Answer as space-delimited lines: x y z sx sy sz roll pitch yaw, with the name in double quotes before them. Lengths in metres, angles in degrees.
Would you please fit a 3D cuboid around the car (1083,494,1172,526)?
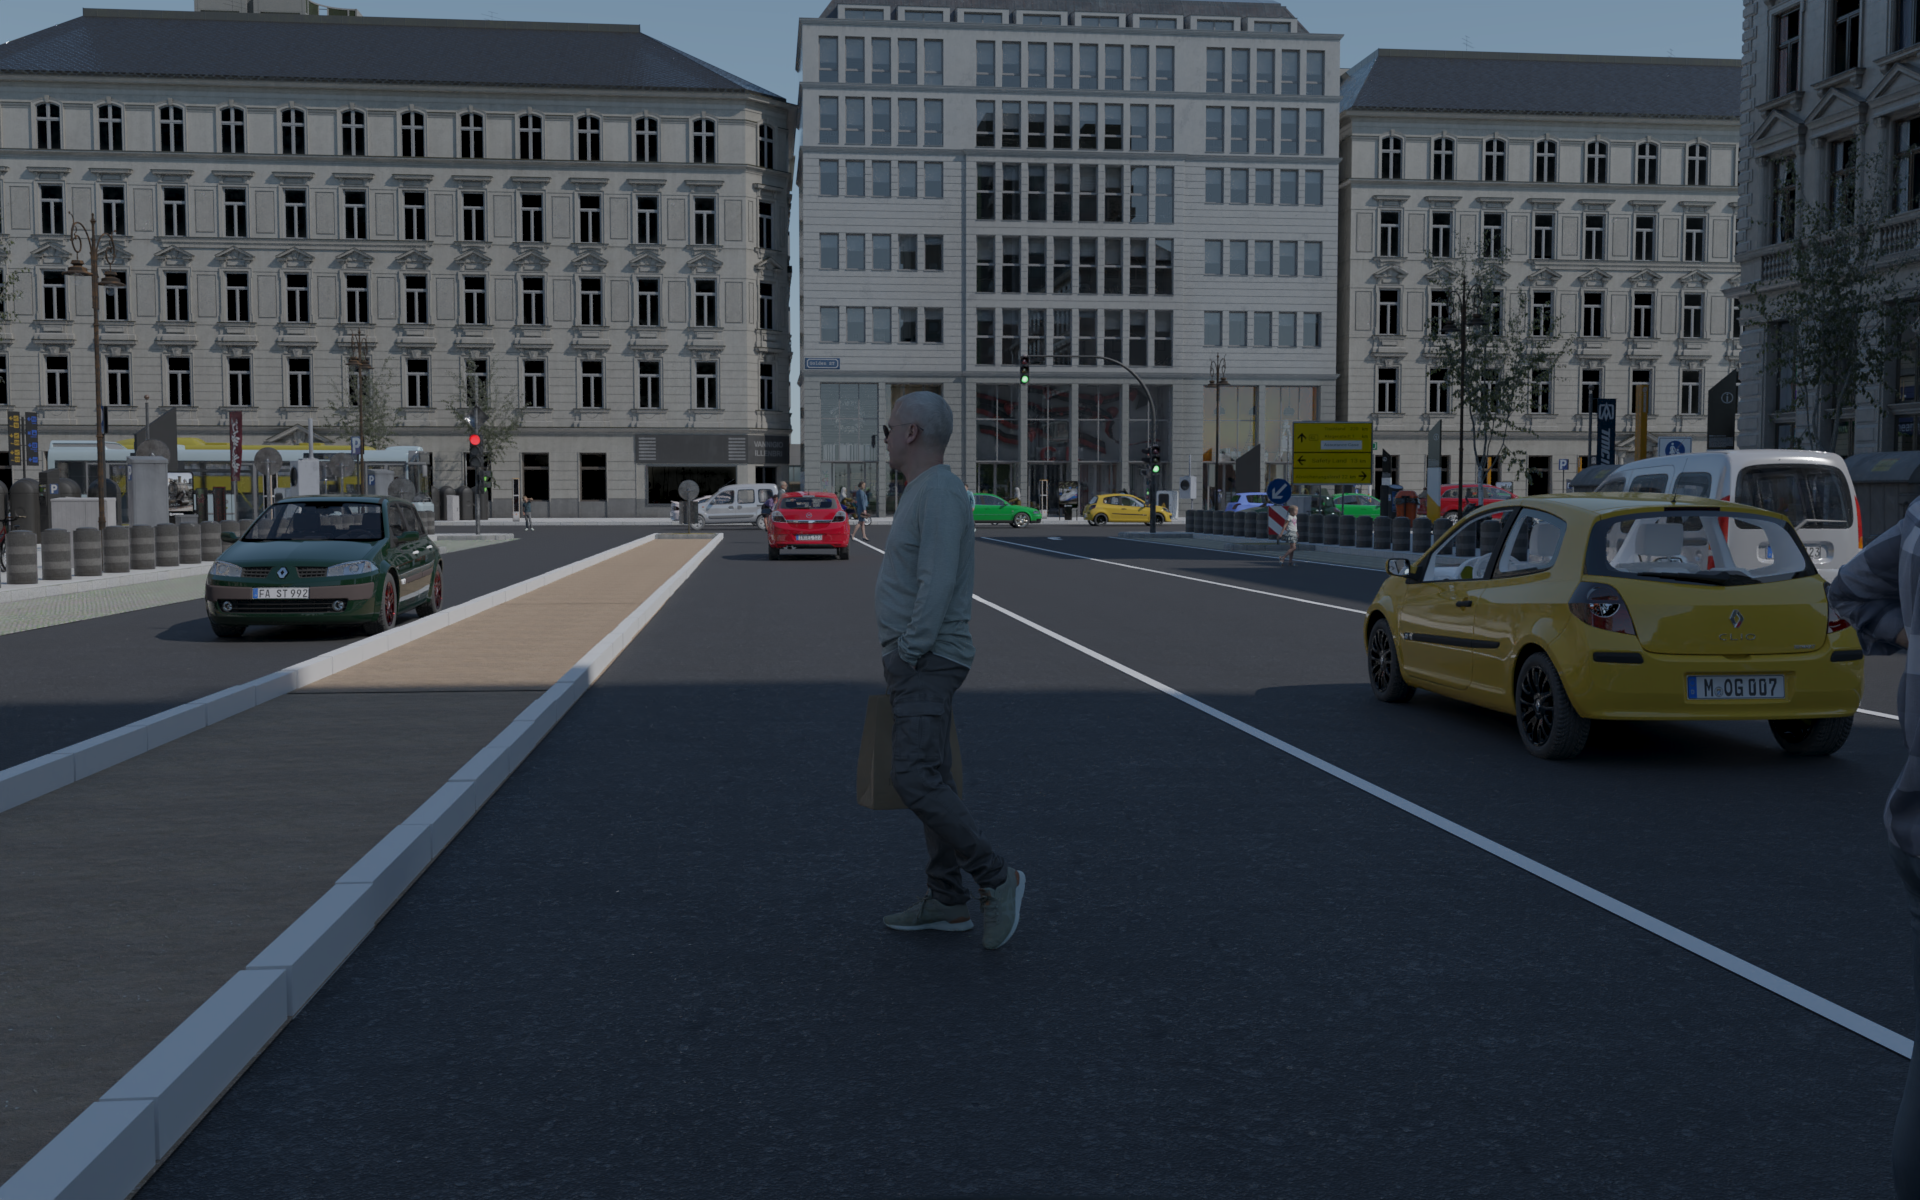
"car" 7.540 -4.139 77.889 3.980 1.641 2.015 0 4 -7

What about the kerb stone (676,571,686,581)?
"kerb stone" -4.508 -0.332 27.707 0.120 0.150 1.000 0 4 -6

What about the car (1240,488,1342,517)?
"car" 12.053 -3.310 63.898 4.222 1.686 2.009 -1 4 -8

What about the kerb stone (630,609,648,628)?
"kerb stone" -3.461 0.227 18.516 0.120 0.150 1.000 0 4 -6

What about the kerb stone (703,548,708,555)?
"kerb stone" -5.794 -1.025 38.956 0.120 0.150 1.000 0 4 -6

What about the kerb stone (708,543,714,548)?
"kerb stone" -6.254 -1.270 43.044 0.120 0.150 1.000 0 4 -6

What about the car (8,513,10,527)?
"car" -35.233 -3.450 68.767 4.827 1.381 2.083 0 4 -7

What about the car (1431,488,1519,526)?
"car" 20.397 -3.580 67.335 4.718 1.807 1.959 0 4 -7

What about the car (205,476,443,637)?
"car" -6.746 -0.542 18.650 2.009 1.686 4.222 0 4 -6

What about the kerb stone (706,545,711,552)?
"kerb stone" -6.022 -1.149 41.006 0.120 0.150 1.000 0 4 -6

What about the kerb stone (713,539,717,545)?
"kerb stone" -6.607 -1.463 46.113 0.120 0.150 1.000 0 4 -6

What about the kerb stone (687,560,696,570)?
"kerb stone" -4.973 -0.588 31.802 0.120 0.150 1.000 0 4 -6

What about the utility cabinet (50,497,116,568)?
"utility cabinet" -15.176 -1.152 30.004 1.020 1.237 0.306 0 4 5

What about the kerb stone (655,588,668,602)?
"kerb stone" -3.927 -0.025 22.599 0.120 0.150 1.000 0 4 -6

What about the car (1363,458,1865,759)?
"car" 3.835 -0.038 10.846 2.015 1.641 3.980 0 4 -5

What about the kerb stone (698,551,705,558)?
"kerb stone" -5.561 -0.895 36.919 0.120 0.150 1.000 0 4 -6

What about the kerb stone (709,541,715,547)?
"kerb stone" -6.371 -1.338 44.071 0.120 0.150 1.000 0 4 -6

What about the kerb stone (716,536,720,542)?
"kerb stone" -6.955 -1.650 49.170 0.120 0.150 1.000 0 4 -6

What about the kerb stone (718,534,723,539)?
"kerb stone" -7.304 -1.838 52.250 0.120 0.150 1.000 0 4 -6

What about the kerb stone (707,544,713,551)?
"kerb stone" -6.138 -1.211 42.025 0.120 0.150 1.000 0 4 -6

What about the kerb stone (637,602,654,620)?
"kerb stone" -3.574 0.163 19.535 0.120 0.150 1.000 0 4 -6

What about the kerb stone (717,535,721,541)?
"kerb stone" -7.069 -1.713 50.200 0.120 0.150 1.000 0 4 -6

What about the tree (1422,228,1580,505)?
"tree" 14.585 -5.967 47.928 4.360 8.622 3.978 0 3 0

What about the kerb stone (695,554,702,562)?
"kerb stone" -5.327 -0.773 34.878 0.120 0.150 1.000 0 4 -6

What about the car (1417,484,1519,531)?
"car" 19.586 -3.438 64.888 5.304 1.827 2.281 0 4 -5

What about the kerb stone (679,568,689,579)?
"kerb stone" -4.626 -0.398 28.729 0.120 0.150 1.000 0 4 -6

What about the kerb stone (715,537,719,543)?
"kerb stone" -6.845 -1.587 48.150 0.120 0.150 1.000 0 4 -6

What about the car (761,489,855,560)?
"car" -3.427 -1.842 39.149 2.155 1.783 4.494 0 4 -5

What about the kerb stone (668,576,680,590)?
"kerb stone" -4.278 -0.212 25.664 0.120 0.150 1.000 0 4 -6

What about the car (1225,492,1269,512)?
"car" 13.867 -4.202 78.291 3.694 1.707 1.945 0 4 -7

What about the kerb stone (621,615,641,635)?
"kerb stone" -3.348 0.291 17.486 0.120 0.150 1.000 0 4 -6

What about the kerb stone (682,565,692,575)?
"kerb stone" -4.732 -0.462 29.755 0.120 0.150 1.000 0 4 -6

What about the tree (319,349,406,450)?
"tree" -29.721 -8.352 86.921 4.360 8.622 3.978 0 3 0

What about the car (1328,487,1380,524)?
"car" 16.597 -3.881 72.253 4.718 1.807 1.959 0 4 -8

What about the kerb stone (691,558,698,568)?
"kerb stone" -5.091 -0.649 32.832 0.120 0.150 1.000 0 4 -6

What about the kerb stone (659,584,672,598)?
"kerb stone" -4.047 -0.087 23.623 0.120 0.150 1.000 0 4 -6

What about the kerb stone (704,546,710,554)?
"kerb stone" -5.909 -1.088 39.985 0.120 0.150 1.000 0 4 -6

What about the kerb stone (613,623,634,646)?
"kerb stone" -3.220 0.351 16.461 0.120 0.150 1.000 0 4 -6

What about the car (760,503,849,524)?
"car" -6.588 -3.657 72.366 3.894 1.354 1.945 0 4 -5

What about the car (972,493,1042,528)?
"car" 1.112 -3.932 73.080 4.718 1.807 1.959 0 4 -7

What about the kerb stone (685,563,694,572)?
"kerb stone" -4.858 -0.525 30.784 0.120 0.150 1.000 0 4 -6

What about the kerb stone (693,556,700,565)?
"kerb stone" -5.208 -0.711 33.854 0.120 0.150 1.000 0 4 -6

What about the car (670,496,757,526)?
"car" -10.584 -4.004 77.822 4.827 1.381 2.083 -1 4 -8

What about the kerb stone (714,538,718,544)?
"kerb stone" -6.718 -1.522 47.133 0.120 0.150 1.000 0 4 -6

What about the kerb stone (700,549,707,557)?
"kerb stone" -5.681 -0.963 37.937 0.120 0.150 1.000 0 4 -6

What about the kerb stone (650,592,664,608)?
"kerb stone" -3.808 0.038 21.577 0.120 0.150 1.000 0 4 -6

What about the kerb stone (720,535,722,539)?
"kerb stone" -7.189 -1.772 51.219 0.120 0.150 1.000 0 4 -6

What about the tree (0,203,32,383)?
"tree" -21.072 -5.154 34.628 4.360 8.622 3.978 0 3 0

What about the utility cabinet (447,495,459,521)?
"utility cabinet" -24.065 -4.348 82.245 0.306 1.237 1.020 0 4 1

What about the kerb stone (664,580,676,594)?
"kerb stone" -4.158 -0.150 24.646 0.120 0.150 1.000 0 4 -6

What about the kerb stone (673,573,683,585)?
"kerb stone" -4.393 -0.274 26.684 0.120 0.150 1.000 0 4 -6

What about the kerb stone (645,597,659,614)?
"kerb stone" -3.690 0.100 20.554 0.120 0.150 1.000 0 4 -6

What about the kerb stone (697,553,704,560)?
"kerb stone" -5.447 -0.838 35.899 0.120 0.150 1.000 0 4 -6

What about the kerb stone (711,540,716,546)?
"kerb stone" -6.493 -1.401 45.094 0.120 0.150 1.000 0 4 -6

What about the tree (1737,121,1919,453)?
"tree" 17.913 -5.203 35.433 4.360 8.622 3.978 0 3 0

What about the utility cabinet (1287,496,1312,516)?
"utility cabinet" 11.074 -2.781 56.623 0.306 1.237 1.020 -1 4 -21

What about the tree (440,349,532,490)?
"tree" -24.393 -8.481 89.026 4.360 8.622 3.978 0 3 0
